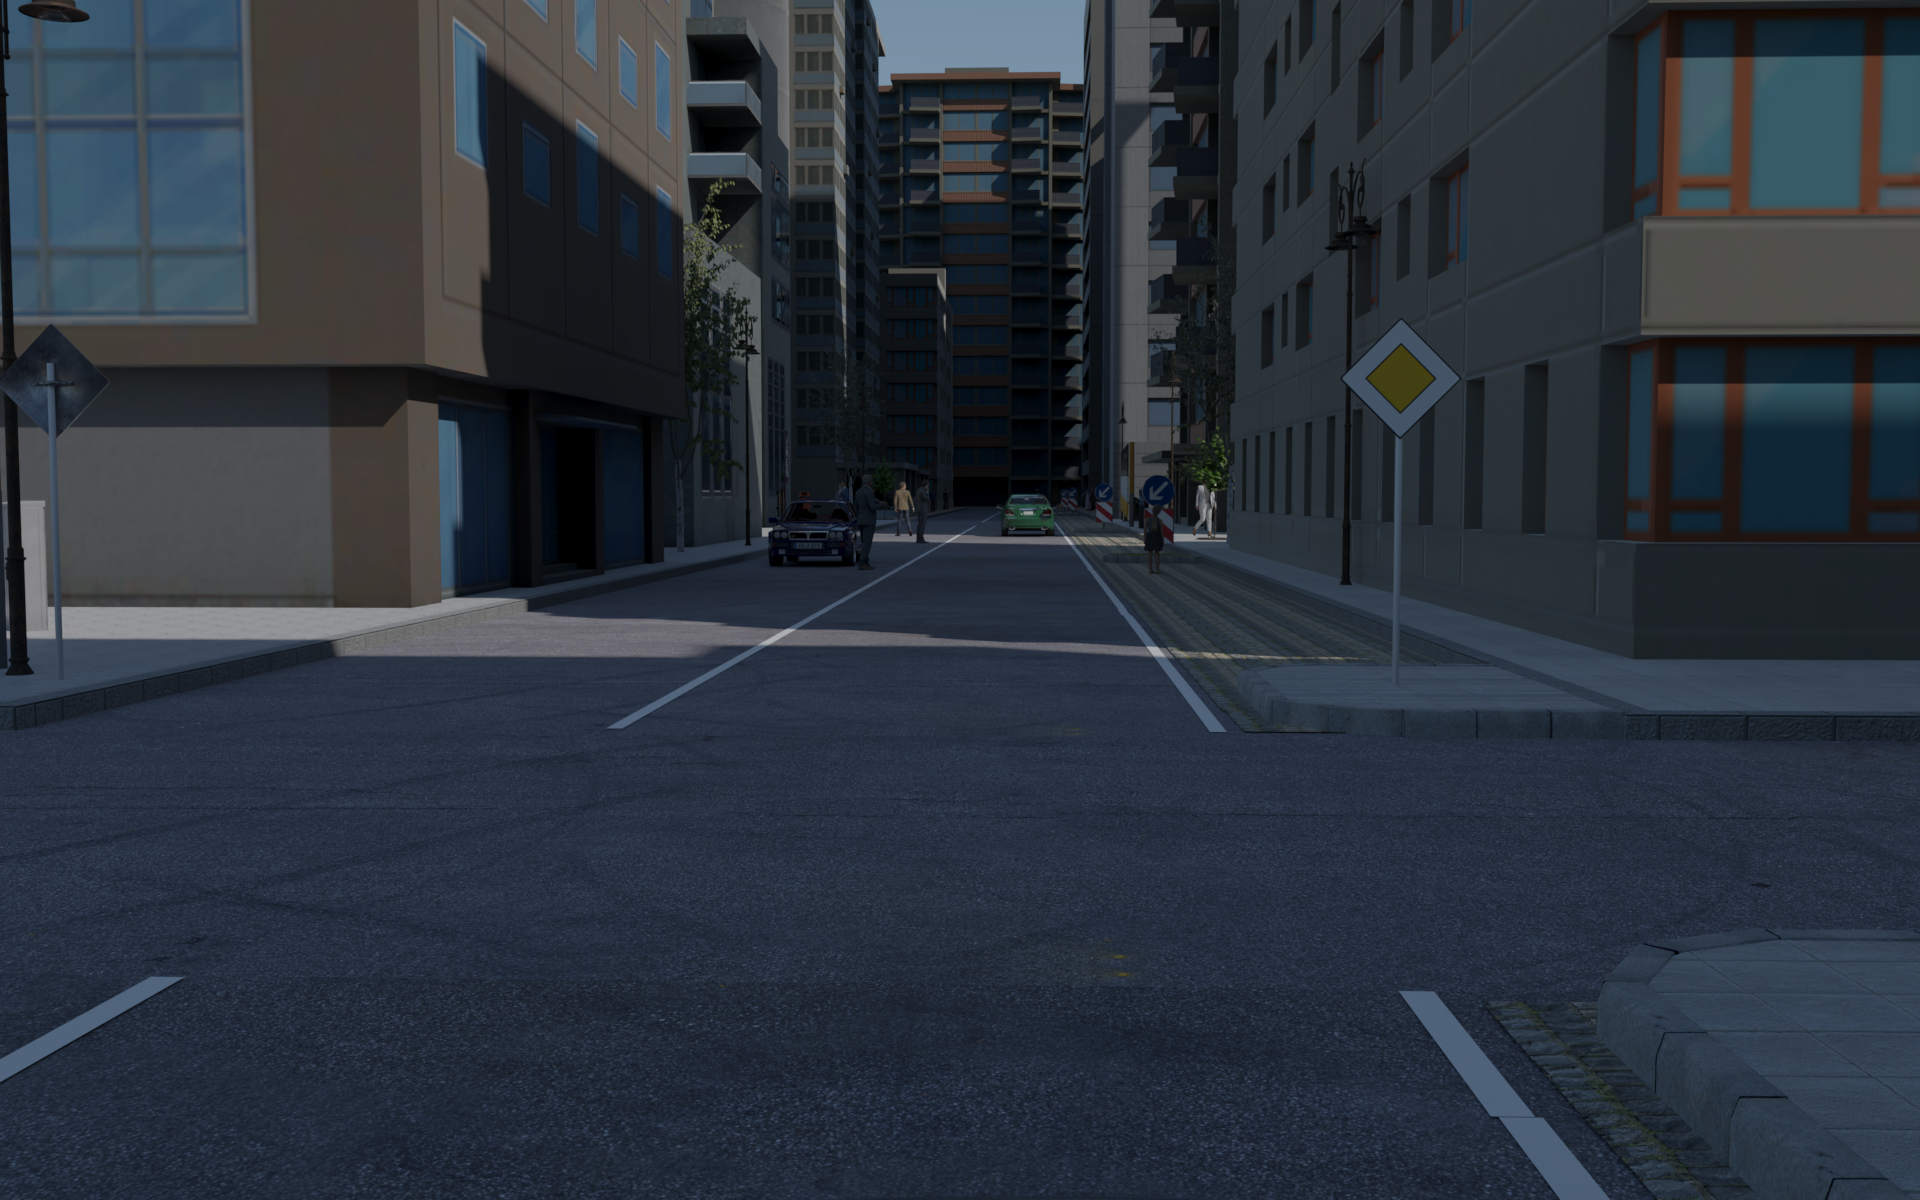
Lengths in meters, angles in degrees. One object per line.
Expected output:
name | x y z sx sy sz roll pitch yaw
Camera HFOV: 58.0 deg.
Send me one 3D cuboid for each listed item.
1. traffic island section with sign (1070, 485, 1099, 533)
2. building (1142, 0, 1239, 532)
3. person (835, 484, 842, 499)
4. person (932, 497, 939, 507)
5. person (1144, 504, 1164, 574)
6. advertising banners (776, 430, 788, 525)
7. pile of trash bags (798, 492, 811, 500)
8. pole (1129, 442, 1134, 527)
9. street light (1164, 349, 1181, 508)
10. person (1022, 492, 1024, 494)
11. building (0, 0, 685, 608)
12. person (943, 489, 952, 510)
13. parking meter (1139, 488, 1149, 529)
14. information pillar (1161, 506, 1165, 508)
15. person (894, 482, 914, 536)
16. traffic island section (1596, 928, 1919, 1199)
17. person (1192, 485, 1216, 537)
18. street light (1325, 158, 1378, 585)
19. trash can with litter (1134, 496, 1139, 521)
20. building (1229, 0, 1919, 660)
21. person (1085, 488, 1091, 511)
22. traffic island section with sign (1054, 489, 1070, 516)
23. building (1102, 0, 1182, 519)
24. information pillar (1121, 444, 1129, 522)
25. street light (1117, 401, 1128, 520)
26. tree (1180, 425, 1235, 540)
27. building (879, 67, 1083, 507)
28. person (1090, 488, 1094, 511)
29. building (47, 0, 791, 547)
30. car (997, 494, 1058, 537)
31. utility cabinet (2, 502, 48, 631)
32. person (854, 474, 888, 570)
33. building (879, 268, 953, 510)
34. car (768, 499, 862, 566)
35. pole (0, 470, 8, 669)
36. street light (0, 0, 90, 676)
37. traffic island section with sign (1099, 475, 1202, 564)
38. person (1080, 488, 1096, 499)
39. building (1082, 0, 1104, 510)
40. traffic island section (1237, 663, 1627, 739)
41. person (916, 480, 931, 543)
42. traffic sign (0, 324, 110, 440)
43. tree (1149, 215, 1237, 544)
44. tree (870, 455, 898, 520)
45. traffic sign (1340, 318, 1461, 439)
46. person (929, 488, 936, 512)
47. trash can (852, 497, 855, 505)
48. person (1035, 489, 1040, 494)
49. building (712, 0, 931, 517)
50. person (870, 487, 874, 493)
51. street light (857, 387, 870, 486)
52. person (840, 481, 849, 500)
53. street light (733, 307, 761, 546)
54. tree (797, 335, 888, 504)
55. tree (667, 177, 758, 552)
traffic island section with sign | 5.148 -3.358 63.527 1.989 1.847 2.006 0 4 2
building | 18.558 -25.078 64.648 22.147 44.769 28.867 0 4 2
person | -5.919 -4.846 85.549 0.520 1.790 0.573 0 4 2
person | -1.923 -6.943 122.786 0.991 1.433 0.599 -1 4 -17
person | 3.468 -1.087 30.947 0.362 1.253 0.373 2 4 24
advertising banners | -4.801 -3.107 46.984 0.090 3.025 2.074 0 4 2
pile of trash bags | -8.815 -4.451 82.532 3.447 1.369 1.912 0 4 -3
pole | 6.697 -4.506 67.515 0.158 3.312 0.155 0 3 0
street light | 6.796 -5.057 55.465 0.468 5.910 1.993 0 4 2
person | 5.506 -8.660 151.562 0.415 1.643 0.593 -1 4 -9
building | -12.434 -22.932 25.049 14.600 45.320 14.200 0 4 2
person | -1.041 -8.354 143.440 0.742 1.727 0.445 -1 4 -16
parking meter | 6.823 -3.419 64.306 0.372 1.533 0.369 0 3 0
information pillar | 10.019 -4.994 86.139 0.304 2.012 0.304 1 4 15
person | -1.890 -3.084 58.835 0.656 1.842 0.836 -3 5 -39
traffic island section | 2.633 1.140 3.644 2.009 0.180 2.903 0 4 2
person | 7.250 -2.784 51.436 0.514 1.842 0.818 -3 4 -36
street light | 5.446 -3.149 24.270 0.468 5.910 1.993 0 4 2
trash can with litter | 8.487 -4.305 81.779 1.055 1.170 0.624 -2 4 -31
building | 20.238 -11.066 25.968 28.899 21.520 27.650 0 4 2
person | 9.839 -7.699 132.597 0.621 1.740 0.551 -1 4 -23
traffic island section with sign | 7.234 -6.401 113.288 1.989 1.847 2.006 0 4 2
building | 18.984 -34.221 101.512 21.231 58.520 28.212 0 4 2
information pillar | 7.678 -5.459 80.617 0.183 3.616 0.504 -2 4 -34
street light | 8.080 -6.934 86.156 0.468 5.910 1.993 0 4 2
tree | 7.274 -3.303 48.607 1.663 3.219 1.824 0 3 0
building | 1.141 -32.190 180.929 28.867 44.769 22.147 0 4 2
person | 10.116 -7.771 133.650 0.434 1.755 0.990 2 4 29
building | -16.898 -45.401 54.980 22.319 86.520 31.000 0 4 2
car | 2.325 -2.941 59.877 2.131 1.459 4.920 0 4 1
utility cabinet | -8.992 -0.330 16.554 0.306 1.237 1.020 -3 4 -38
person | -1.698 -1.479 32.850 0.590 1.801 0.661 -2 4 -34
building | -15.672 -18.662 150.164 28.899 21.520 27.650 0 4 2
car | -2.896 -1.411 35.651 1.945 1.354 3.894 0 4 2
pole | -7.114 -1.148 12.618 0.158 3.312 0.155 0 3 0
street light | -6.688 -2.407 12.139 0.468 5.910 1.993 0 4 2
traffic island section with sign | 4.009 -1.700 36.418 1.989 1.847 2.006 0 4 2
person | 10.467 -8.257 141.133 1.350 1.814 0.705 0 4 2
building | 21.644 -32.223 150.555 21.300 48.544 21.600 0 4 2
traffic island section | 2.966 0.652 11.622 2.009 0.180 2.903 0 4 2
person | -1.049 -2.579 50.468 0.447 1.846 0.655 -1 4 -20
traffic sign | -6.243 -0.597 11.944 0.795 2.593 0.064 0 4 2
tree | 6.920 -5.758 44.501 4.360 8.622 3.978 0 3 0
tree | -3.897 -5.619 86.464 1.663 3.219 1.824 0 3 0
traffic sign | 2.943 -0.572 11.541 0.795 2.593 0.064 0 4 2
person | -1.914 -7.014 121.645 0.541 1.710 0.530 -1 4 -20
trash can | -4.789 -4.246 81.079 0.748 1.137 0.748 0 3 0
person | 5.907 -7.601 132.854 1.350 1.814 0.705 2 4 34
building | -18.555 -26.412 123.722 32.217 40.220 23.993 0 4 2
person | -4.545 -4.829 84.972 0.573 1.828 0.580 2 4 33
street light | -4.116 -6.172 73.705 0.468 5.910 1.993 0 4 2
person | -4.512 -3.740 67.377 0.419 1.800 0.721 -1 4 -21
street light | -5.283 -4.295 43.009 0.468 5.910 1.993 0 4 2
tree | -5.149 -7.904 79.593 4.360 8.622 3.978 0 3 0
tree | -6.217 -5.350 37.832 4.737 8.622 4.395 0 3 0
